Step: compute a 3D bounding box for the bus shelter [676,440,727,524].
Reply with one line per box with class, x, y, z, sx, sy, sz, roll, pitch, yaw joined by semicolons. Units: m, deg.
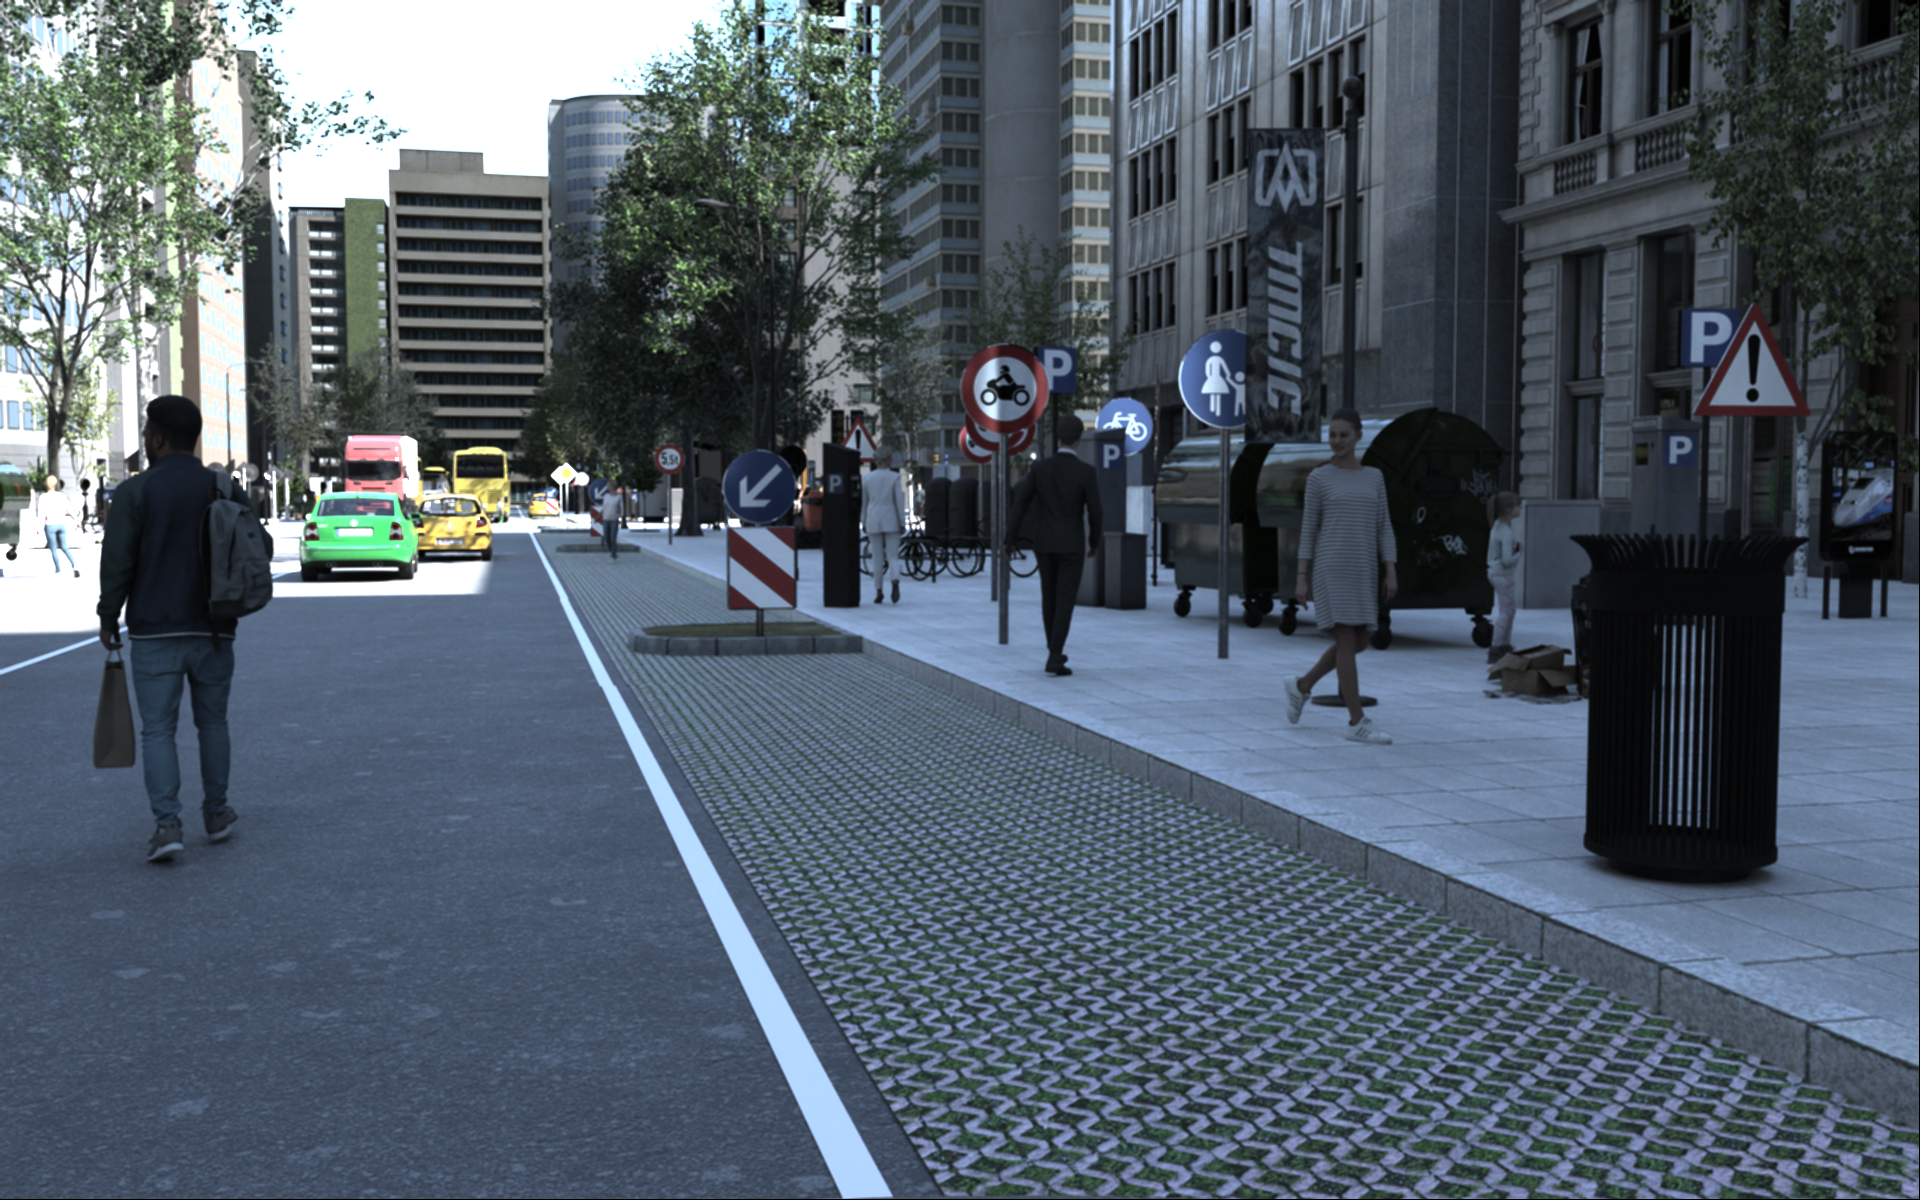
bus shelter;-11.579;-5.289;77.757;1.731;3.624;6.357;-1;4;-15

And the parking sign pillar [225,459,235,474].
parking sign pillar;-56.149;-8.820;132.676;1.447;3.967;1.447;1;4;19

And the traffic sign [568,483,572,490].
traffic sign;-32.711;-8.921;145.962;0.768;2.556;0.104;-1;4;-9

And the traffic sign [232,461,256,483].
traffic sign;-25.408;-3.626;61.481;0.795;2.593;0.064;-1;4;-14

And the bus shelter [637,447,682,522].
bus shelter;-13.285;-5.049;76.467;2.014;3.302;5.546;-1;4;-15

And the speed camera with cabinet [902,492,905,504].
speed camera with cabinet;-5.060;-8.041;125.809;2.038;3.252;0.660;-1;4;-19

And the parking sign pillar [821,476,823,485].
parking sign pillar;-8.788;-7.922;117.992;1.447;3.967;1.447;-2;4;-31

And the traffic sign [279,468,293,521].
traffic sign;-32.193;-5.047;82.622;0.768;2.556;0.104;-1;4;-14

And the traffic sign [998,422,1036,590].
traffic sign;0.634;-1.411;23.168;0.768;2.556;0.104;-1;4;-12

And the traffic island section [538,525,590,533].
traffic island section;-14.544;-2.573;64.348;2.009;0.180;2.903;-1;4;-14

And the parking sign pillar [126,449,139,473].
parking sign pillar;-43.874;-6.361;92.480;1.447;3.967;1.447;1;4;9

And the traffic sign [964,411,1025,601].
traffic sign;0.417;-1.263;20.750;0.768;2.556;0.104;-1;4;-13

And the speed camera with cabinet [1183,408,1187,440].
speed camera with cabinet;5.010;-2.815;40.367;0.660;3.252;2.038;0;4;4

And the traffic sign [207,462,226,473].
traffic sign;-29.779;-4.234;69.337;0.768;2.556;0.104;-1;4;-9

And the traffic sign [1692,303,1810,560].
traffic sign;5.390;-0.726;11.867;0.884;2.594;0.081;-1;4;-11

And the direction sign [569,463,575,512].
direction sign;-28.300;-8.266;127.139;0.876;3.537;0.379;1;4;21

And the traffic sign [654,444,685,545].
traffic sign;-7.361;-2.682;43.952;0.768;2.556;0.104;-1;4;-12

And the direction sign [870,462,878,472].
direction sign;-5.193;-6.891;104.672;0.379;3.537;0.876;2;4;26

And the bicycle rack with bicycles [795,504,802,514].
bicycle rack with bicycles;-11.826;-6.659;122.252;2.925;0.926;2.852;-1;4;-12

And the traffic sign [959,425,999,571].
traffic sign;0.355;-1.747;28.675;0.768;2.556;0.104;-1;4;-9

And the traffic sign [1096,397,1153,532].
traffic sign;2.157;-1.392;22.868;0.768;2.556;0.104;0;4;-6

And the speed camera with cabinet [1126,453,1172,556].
speed camera with cabinet;3.746;-2.578;36.490;0.660;3.252;2.038;-1;4;-17

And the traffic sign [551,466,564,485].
traffic sign;-16.569;-4.269;71.990;0.795;2.593;0.064;-1;4;-14

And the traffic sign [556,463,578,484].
traffic sign;-14.565;-3.796;64.260;0.795;2.593;0.064;-1;4;-14

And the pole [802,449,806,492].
pole;-7.098;-5.207;78.972;0.158;3.312;0.155;0;3;0

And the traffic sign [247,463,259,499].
traffic sign;-29.384;-4.373;71.609;0.768;2.556;0.104;-1;4;-12

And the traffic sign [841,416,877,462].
traffic sign;-1.710;-1.780;29.100;0.884;2.594;0.081;0;4;-8

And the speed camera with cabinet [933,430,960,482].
speed camera with cabinet;0.145;-3.604;53.259;2.038;3.252;0.660;2;4;35

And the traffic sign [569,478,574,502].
traffic sign;-29.327;-8.036;131.495;0.768;2.556;0.104;0;4;-6

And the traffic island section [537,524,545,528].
traffic island section;-16.548;-3.046;72.079;2.009;0.180;2.903;-1;4;-14

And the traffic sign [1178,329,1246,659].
traffic sign;2.058;-0.817;13.461;0.768;2.556;0.104;0;4;-6

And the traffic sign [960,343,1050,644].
traffic sign;0.374;-0.896;14.750;0.768;2.556;0.104;-1;4;-9

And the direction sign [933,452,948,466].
direction sign;-1.049;-6.243;94.072;0.876;3.537;0.379;-1;4;-17

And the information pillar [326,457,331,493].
information pillar;-40.402;-7.310;110.876;0.504;3.616;0.183;3;5;40

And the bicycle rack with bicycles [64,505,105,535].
bicycle rack with bicycles;-27.431;-2.595;55.808;2.925;0.926;2.852;-2;4;-24

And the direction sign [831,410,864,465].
direction sign;-3.034;-3.347;46.717;0.876;3.537;0.379;-1;4;-15

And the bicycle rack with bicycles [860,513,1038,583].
bicycle rack with bicycles;-0.588;-0.803;26.518;2.925;0.926;2.852;3;4;38

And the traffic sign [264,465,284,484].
traffic sign;-27.411;-4.099;69.212;0.795;2.593;0.064;-1;4;-14

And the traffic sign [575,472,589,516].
traffic sign;-22.144;-6.205;101.555;0.768;2.556;0.104;-1;4;-11

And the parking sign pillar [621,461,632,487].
parking sign pillar;-18.946;-6.785;99.403;1.447;3.967;1.447;-3;5;-42

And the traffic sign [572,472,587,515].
traffic sign;-22.887;-6.375;104.238;0.884;2.594;0.081;0;4;-7

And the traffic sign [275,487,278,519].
traffic sign;-34.545;-5.347;87.522;0.768;2.556;0.104;-1;4;-11

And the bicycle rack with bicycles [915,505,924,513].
bicycle rack with bicycles;-0.876;-4.317;83.970;2.852;0.926;2.925;-1;4;-10

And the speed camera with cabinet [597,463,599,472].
speed camera with cabinet;-22.836;-7.150;111.243;0.660;3.252;2.038;-2;4;-31

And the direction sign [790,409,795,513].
direction sign;-4.479;-3.327;46.388;0.379;3.537;0.876;-1;4;-11

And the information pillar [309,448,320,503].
information pillar;-33.146;-5.970;88.972;0.504;3.616;0.183;-1;4;-16

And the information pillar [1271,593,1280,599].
information pillar;3.891;-1.021;21.184;0.304;2.012;0.304;1;4;16
